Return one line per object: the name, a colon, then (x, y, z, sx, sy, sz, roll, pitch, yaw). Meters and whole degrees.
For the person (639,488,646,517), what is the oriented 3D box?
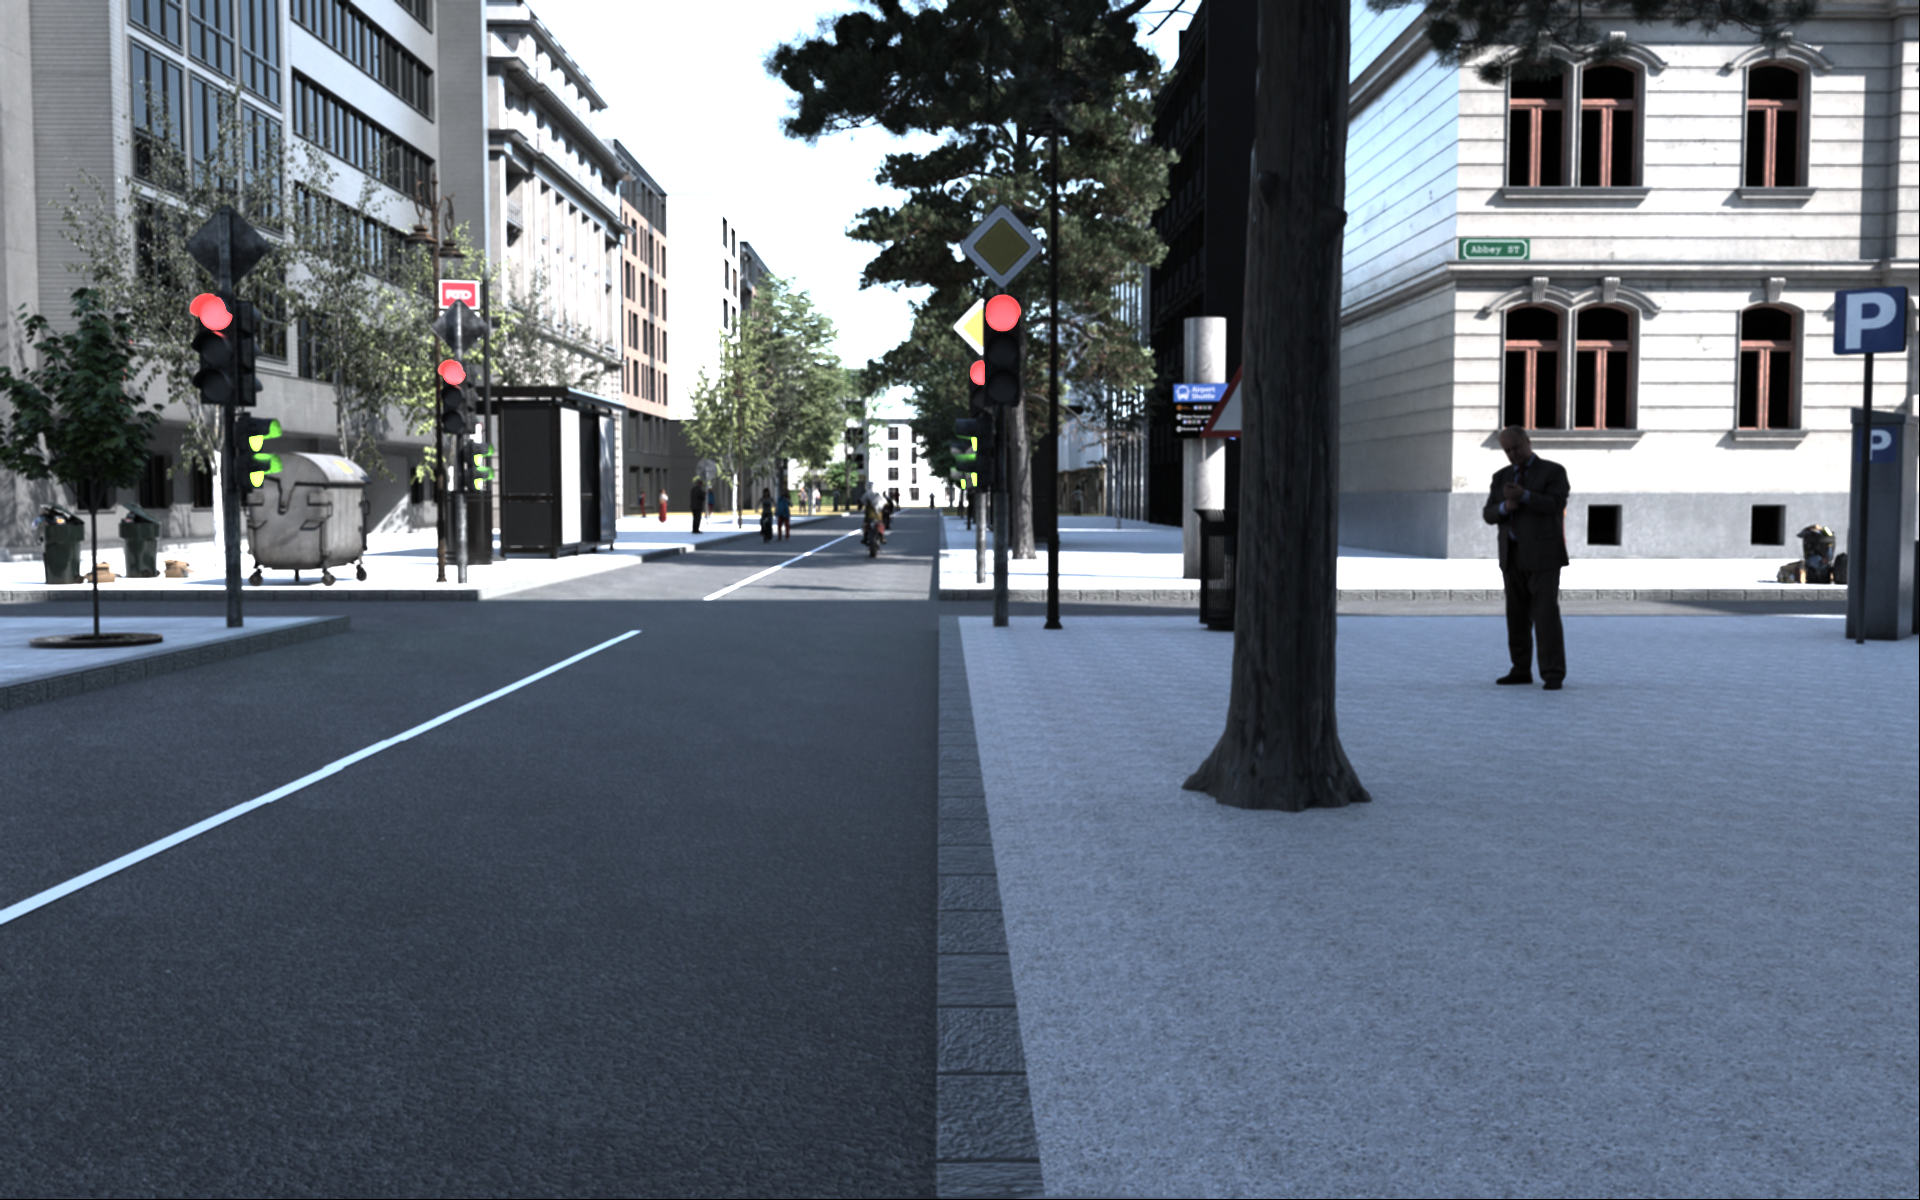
person: (-17.613, -5.394, 95.944, 0.444, 1.614, 0.593, 2, 4, 35)

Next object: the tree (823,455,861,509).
tree: (-10.016, -10.033, 147.747, 4.285, 4.588, 4.351, 0, 3, 0)

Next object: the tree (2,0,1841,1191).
tree: (1.179, -6.071, 6.684, 7.806, 13.903, 7.818, 0, 3, 0)

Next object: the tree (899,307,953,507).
tree: (-2.281, -19.429, 173.547, 12.611, 20.169, 13.585, 0, 3, 0)

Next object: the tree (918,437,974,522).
tree: (0.054, -6.456, 89.264, 4.285, 4.588, 4.351, 0, 3, 0)

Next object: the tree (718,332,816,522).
tree: (-8.498, -7.825, 78.303, 4.360, 8.622, 3.978, 0, 3, 0)

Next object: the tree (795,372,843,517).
tree: (-8.793, -9.052, 98.366, 4.737, 8.622, 4.395, 0, 3, 0)

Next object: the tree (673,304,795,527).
tree: (-8.875, -7.179, 67.733, 4.737, 8.622, 4.395, 0, 3, 0)

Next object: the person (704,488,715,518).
person: (-13.422, -5.203, 92.809, 0.593, 1.614, 0.444, 0, 4, -3)

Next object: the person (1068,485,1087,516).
person: (7.008, -5.926, 102.933, 1.348, 1.824, 0.705, -2, 4, -29)

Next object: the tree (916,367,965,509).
tree: (-0.253, -13.984, 146.766, 7.486, 12.596, 7.792, 0, 3, 0)

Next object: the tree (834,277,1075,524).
tree: (0.887, -9.093, 74.422, 9.928, 11.665, 9.643, 0, 3, 0)

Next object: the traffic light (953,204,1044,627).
traffic light: (0.377, -1.679, 16.702, 0.839, 4.213, 0.868, 0, 4, -1)

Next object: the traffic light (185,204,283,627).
traffic light: (-6.983, -1.673, 16.601, 0.839, 4.213, 0.868, 0, 4, -1)

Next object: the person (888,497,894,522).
person: (-3.648, -4.643, 87.596, 0.799, 1.438, 0.628, 2, 4, 24)

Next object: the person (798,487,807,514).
person: (-10.344, -6.559, 113.808, 0.617, 1.759, 0.750, 0, 4, -4)

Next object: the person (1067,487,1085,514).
person: (7.433, -6.321, 110.108, 1.217, 1.736, 0.721, 0, 4, 2)

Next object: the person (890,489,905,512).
person: (-5.124, -8.168, 142.002, 1.348, 1.831, 0.705, 0, 4, 5)

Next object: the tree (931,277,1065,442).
tree: (1.451, -6.277, 52.991, 4.737, 8.622, 4.395, 0, 3, 0)

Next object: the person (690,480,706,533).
person: (-8.519, -3.045, 56.518, 0.565, 1.739, 0.600, 1, 4, 23)

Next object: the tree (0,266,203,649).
tree: (-7.387, -1.241, 14.900, 1.663, 3.219, 1.824, 0, 3, 0)

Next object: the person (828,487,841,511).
person: (-9.390, -7.598, 130.354, 1.350, 1.814, 0.705, 3, 5, 44)

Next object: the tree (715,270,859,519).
tree: (-8.769, -10.404, 88.236, 7.486, 12.596, 7.792, 0, 3, 0)

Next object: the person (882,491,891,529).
person: (-3.052, -3.679, 70.929, 0.482, 1.546, 0.388, 3, 5, 41)

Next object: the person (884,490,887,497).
person: (-6.340, -8.472, 147.157, 0.705, 1.807, 1.348, -1, 4, -9)

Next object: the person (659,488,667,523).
person: (-12.980, -4.106, 75.651, 0.387, 1.526, 0.523, -2, 4, -24)

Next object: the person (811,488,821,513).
person: (-9.969, -6.945, 120.539, 0.436, 1.711, 0.756, -3, 5, -44)

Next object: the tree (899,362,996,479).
tree: (0.734, -13.124, 121.230, 9.857, 13.997, 8.962, 0, 3, 0)

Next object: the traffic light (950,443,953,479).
traffic light: (0.284, -2.168, 24.687, 0.839, 4.213, 0.868, 0, 4, -1)

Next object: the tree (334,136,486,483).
tree: (-12.317, -5.196, 35.322, 4.360, 8.622, 3.978, 0, 3, 0)

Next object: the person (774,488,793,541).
person: (-5.362, -2.591, 52.560, 0.444, 1.614, 0.593, -2, 4, -31)

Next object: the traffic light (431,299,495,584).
traffic light: (-7.077, -2.162, 24.585, 0.839, 4.213, 0.868, 0, 4, -1)

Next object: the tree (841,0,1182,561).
tree: (1.152, -6.822, 33.588, 6.751, 12.117, 7.091, 0, 3, 0)

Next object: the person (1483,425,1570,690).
person: (3.767, -0.294, 11.543, 0.565, 1.739, 0.600, 1, 4, 21)

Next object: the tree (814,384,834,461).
tree: (-8.709, -12.774, 134.611, 9.928, 11.665, 9.643, 0, 3, 0)

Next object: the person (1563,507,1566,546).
person: (11.021, -1.450, 32.224, 0.523, 1.526, 0.387, 1, 4, 9)
